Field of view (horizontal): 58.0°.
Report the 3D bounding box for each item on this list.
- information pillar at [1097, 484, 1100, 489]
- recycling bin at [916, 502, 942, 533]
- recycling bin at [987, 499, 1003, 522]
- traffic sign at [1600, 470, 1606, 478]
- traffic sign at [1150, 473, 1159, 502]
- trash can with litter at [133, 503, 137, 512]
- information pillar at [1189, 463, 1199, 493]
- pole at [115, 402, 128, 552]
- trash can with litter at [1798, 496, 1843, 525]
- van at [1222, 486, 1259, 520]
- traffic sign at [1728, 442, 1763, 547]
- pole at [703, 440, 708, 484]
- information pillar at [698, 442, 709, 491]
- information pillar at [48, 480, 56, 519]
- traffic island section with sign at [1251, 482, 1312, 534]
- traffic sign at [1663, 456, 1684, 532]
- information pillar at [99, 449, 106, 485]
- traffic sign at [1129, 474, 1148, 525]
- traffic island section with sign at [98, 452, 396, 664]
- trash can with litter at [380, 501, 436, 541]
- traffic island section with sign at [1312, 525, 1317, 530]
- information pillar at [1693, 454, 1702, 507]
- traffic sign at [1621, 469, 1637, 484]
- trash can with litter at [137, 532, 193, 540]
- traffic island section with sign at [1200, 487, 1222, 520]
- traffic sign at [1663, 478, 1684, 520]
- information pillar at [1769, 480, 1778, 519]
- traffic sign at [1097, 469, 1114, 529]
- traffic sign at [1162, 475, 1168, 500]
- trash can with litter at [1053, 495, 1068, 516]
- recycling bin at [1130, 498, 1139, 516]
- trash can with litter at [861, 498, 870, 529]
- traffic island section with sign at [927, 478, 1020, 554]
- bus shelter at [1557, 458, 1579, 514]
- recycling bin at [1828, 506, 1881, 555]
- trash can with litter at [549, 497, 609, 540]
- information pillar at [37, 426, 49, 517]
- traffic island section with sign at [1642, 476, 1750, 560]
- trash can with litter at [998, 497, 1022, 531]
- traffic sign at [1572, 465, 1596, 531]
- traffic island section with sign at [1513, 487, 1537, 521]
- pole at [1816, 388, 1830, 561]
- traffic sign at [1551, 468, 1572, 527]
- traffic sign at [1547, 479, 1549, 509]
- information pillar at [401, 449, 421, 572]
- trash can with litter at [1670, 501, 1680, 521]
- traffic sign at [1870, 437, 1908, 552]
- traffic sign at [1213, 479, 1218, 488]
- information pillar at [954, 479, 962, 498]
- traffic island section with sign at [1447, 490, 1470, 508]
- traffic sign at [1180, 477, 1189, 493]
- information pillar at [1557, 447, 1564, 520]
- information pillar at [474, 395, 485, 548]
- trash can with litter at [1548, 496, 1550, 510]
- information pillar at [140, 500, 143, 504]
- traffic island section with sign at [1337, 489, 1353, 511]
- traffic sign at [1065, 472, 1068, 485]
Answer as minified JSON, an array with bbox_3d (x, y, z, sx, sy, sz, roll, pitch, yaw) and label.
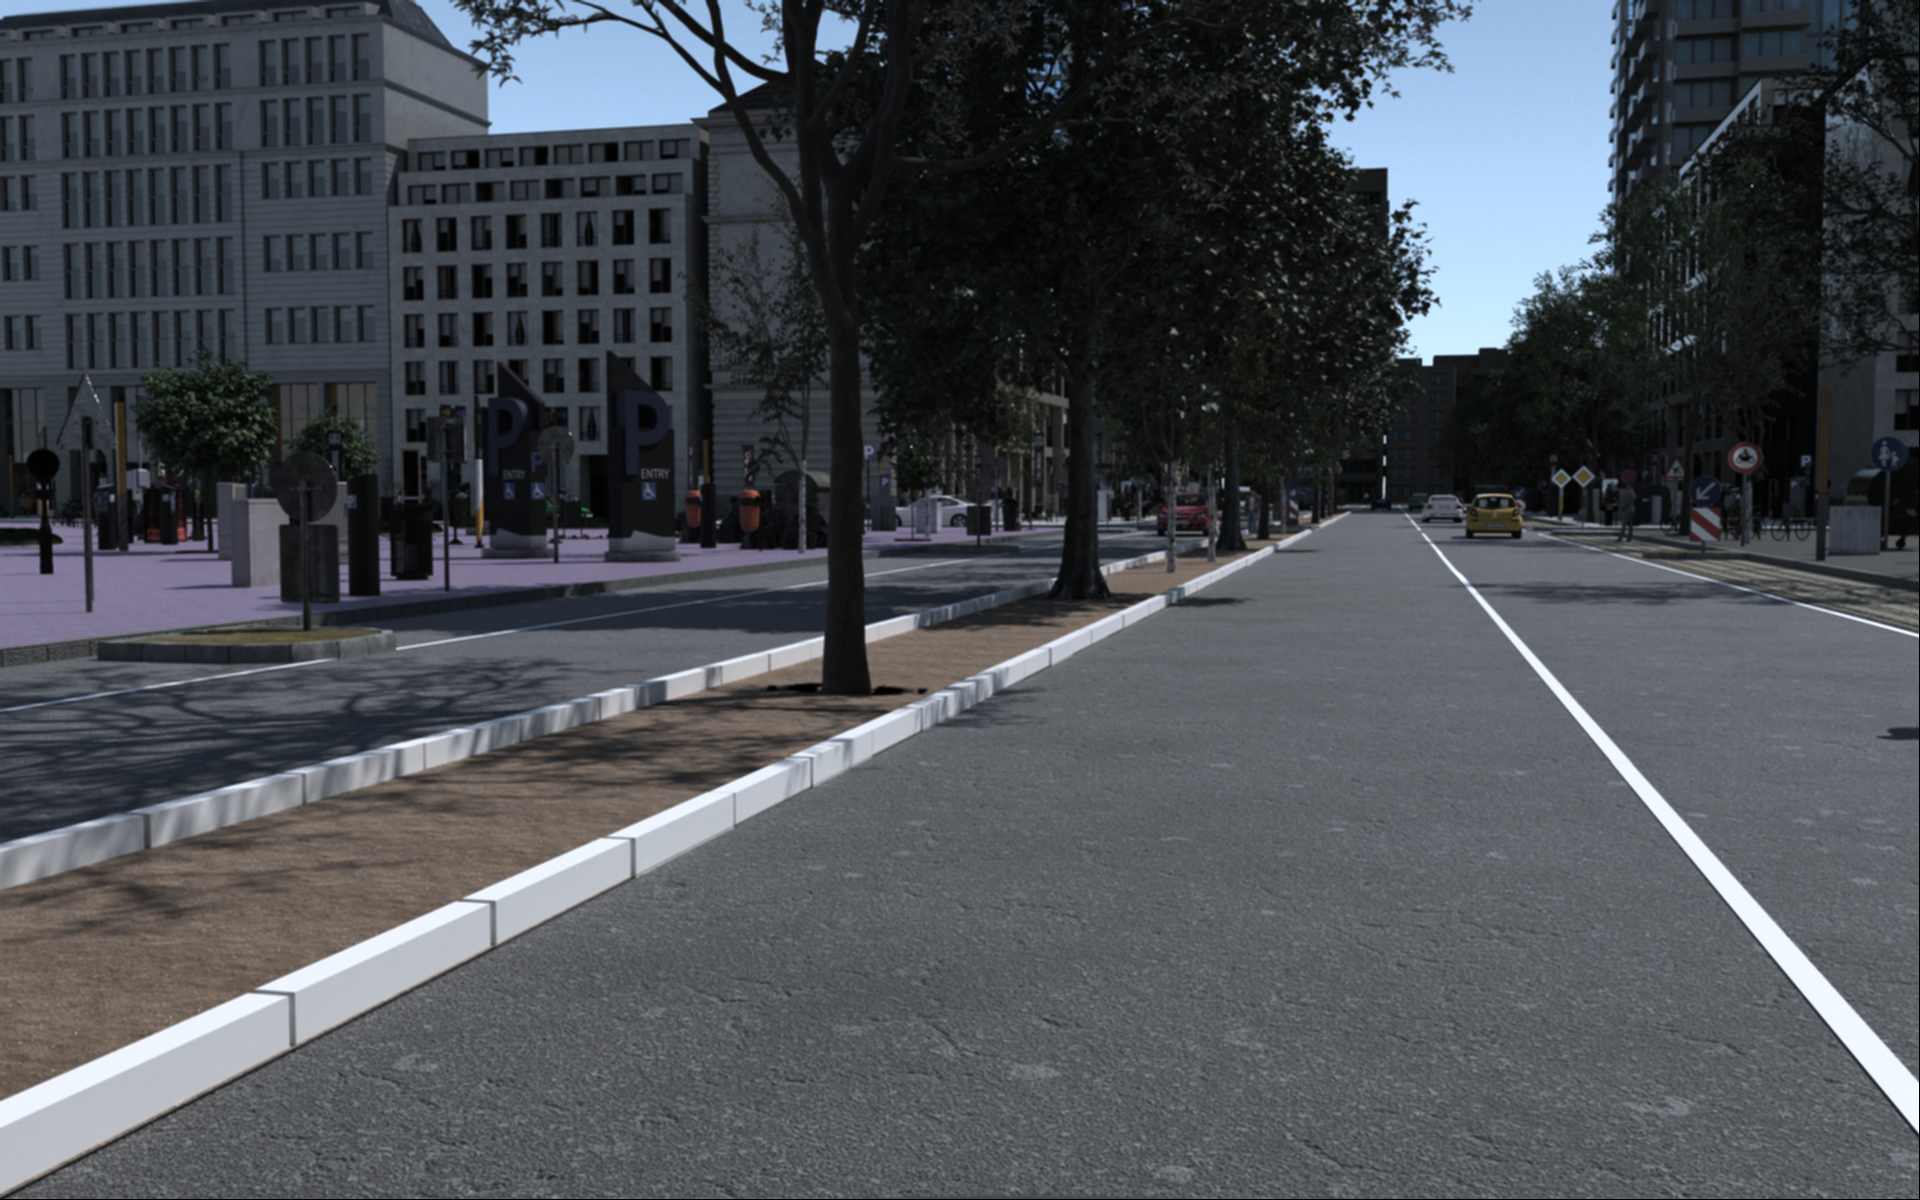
[{"bbox_3d":[10.123,-7.567,128.215,0.304,2.012,0.304,-1,4,-14],"label":"information pillar"},{"bbox_3d":[-1.026,-2.705,56.773,0.722,1.027,0.722,1,4,13],"label":"recycling bin"},{"bbox_3d":[1.658,-4.192,81.099,0.722,1.027,0.722,2,4,29],"label":"recycling bin"},{"bbox_3d":[33.174,-5.492,89.903,0.768,2.556,0.104,1,4,22],"label":"traffic sign"},{"bbox_3d":[11.976,-6.620,108.244,0.884,2.594,0.081,1,4,17],"label":"traffic sign"},{"bbox_3d":[-29.690,-3.118,62.373,1.055,1.170,0.624,-3,4,-38],"label":"trash can with litter"},{"bbox_3d":[17.688,-8.481,130.020,0.504,3.616,0.183,0,4,1],"label":"information pillar"},{"bbox_3d":[-18.723,-2.742,38.673,0.158,3.312,0.155,0,3,0],"label":"pole"},{"bbox_3d":[35.851,-3.701,71.568,1.678,1.210,2.233,-3,4,-39],"label":"trash can with litter"},{"bbox_3d":[15.218,-5.297,93.624,2.013,2.044,4.112,1,4,14],"label":"van"},{"bbox_3d":[19.145,-2.580,42.287,0.768,2.556,0.104,1,4,20],"label":"traffic sign"},{"bbox_3d":[-9.553,-4.360,65.126,0.158,3.312,0.155,0,3,0],"label":"pole"},{"bbox_3d":[-11.398,-5.249,77.168,0.504,3.616,0.183,-1,4,-21],"label":"information pillar"},{"bbox_3d":[-46.795,-5.182,89.221,0.304,2.012,0.304,0,4,-1],"label":"information pillar"},{"bbox_3d":[11.626,-3.349,62.889,2.006,1.907,1.989,1,4,14],"label":"traffic island section with sign"},{"bbox_3d":[24.261,-3.589,58.685,0.884,2.594,0.081,1,4,23],"label":"traffic sign"},{"bbox_3d":[-43.492,-5.901,87.841,0.183,3.616,0.504,1,4,10],"label":"information pillar"},{"bbox_3d":[7.386,-4.172,71.856,0.795,2.450,0.064,1,4,14],"label":"traffic sign"},{"bbox_3d":[-6.237,-0.426,15.594,1.989,1.847,2.006,1,4,14],"label":"traffic island section with sign"},{"bbox_3d":[-15.265,-2.247,47.794,1.678,1.210,2.233,-2,4,-35],"label":"trash can with litter"},{"bbox_3d":[13.416,-3.788,70.078,2.006,1.907,1.989,1,4,14],"label":"traffic island section with sign"},{"bbox_3d":[42.725,-6.670,100.406,0.504,3.616,0.183,-1,4,-14],"label":"information pillar"},{"bbox_3d":[34.390,-5.442,89.091,0.768,2.556,0.104,1,4,19],"label":"traffic sign"},{"bbox_3d":[-22.415,-2.300,48.665,2.233,1.210,1.678,1,4,9],"label":"trash can with litter"},{"bbox_3d":[13.602,-5.327,95.730,1.989,1.847,2.006,1,4,14],"label":"traffic island section with sign"},{"bbox_3d":[29.635,-4.395,71.864,0.884,2.594,0.081,2,4,24],"label":"traffic sign"},{"bbox_3d":[41.784,-5.167,88.971,0.304,2.012,0.304,3,5,41],"label":"information pillar"},{"bbox_3d":[5.467,-3.698,64.104,0.795,2.450,0.064,1,4,14],"label":"traffic sign"},{"bbox_3d":[13.776,-7.069,115.685,0.768,2.556,0.104,1,4,19],"label":"traffic sign"},{"bbox_3d":[6.442,-5.646,103.363,2.233,1.210,1.678,3,4,38],"label":"trash can with litter"},{"bbox_3d":[10.430,-5.444,101.558,0.722,1.027,0.722,-2,4,-26],"label":"recycling bin"},{"bbox_3d":[-3.466,-2.869,58.300,0.624,1.170,1.055,1,4,13],"label":"trash can with litter"},{"bbox_3d":[0.391,-2.061,42.320,1.989,1.847,2.006,1,4,14],"label":"traffic island section with sign"},{"bbox_3d":[39.056,-7.355,111.539,1.731,3.624,6.357,1,4,14],"label":"bus shelter"},{"bbox_3d":[18.941,-1.475,36.669,0.722,1.027,0.722,-1,4,-20],"label":"recycling bin"},{"bbox_3d":[-10.684,-2.343,49.358,2.233,1.210,1.678,0,4,2],"label":"trash can with litter"},{"bbox_3d":[-31.458,-4.163,59.418,0.504,3.616,0.183,2,4,32],"label":"information pillar"},{"bbox_3d":[16.284,-1.823,38.439,1.989,1.847,2.006,1,4,14],"label":"traffic island section with sign"},{"bbox_3d":[1.762,-2.972,59.986,0.624,1.170,1.055,1,4,21],"label":"trash can with litter"},{"bbox_3d":[21.620,-3.453,60.099,0.795,2.450,0.064,1,4,14],"label":"traffic sign"},{"bbox_3d":[29.499,-5.090,91.854,1.989,1.847,2.006,1,4,14],"label":"traffic island section with sign"},{"bbox_3d":[16.625,-2.417,33.365,0.158,3.312,0.155,0,3,0],"label":"pole"},{"bbox_3d":[23.539,-3.927,67.851,0.795,2.450,0.064,1,4,14],"label":"traffic sign"},{"bbox_3d":[40.232,-7.246,118.570,0.768,2.556,0.104,1,4,20],"label":"traffic sign"},{"bbox_3d":[-8.941,-1.453,28.249,0.304,2.012,0.304,-1,4,-16],"label":"information pillar"},{"bbox_3d":[33.332,-4.274,81.267,0.624,1.170,1.055,-2,4,-33],"label":"trash can with litter"},{"bbox_3d":[20.621,-2.349,38.512,0.768,2.556,0.104,1,4,20],"label":"traffic sign"},{"bbox_3d":[18.934,-7.856,129.628,0.795,2.450,0.064,1,4,14],"label":"traffic sign"},{"bbox_3d":[-0.098,-4.903,84.649,0.304,2.012,0.304,1,4,22],"label":"information pillar"},{"bbox_3d":[48.193,-9.709,167.364,1.989,1.847,2.006,1,4,14],"label":"traffic island section with sign"},{"bbox_3d":[16.334,-7.678,125.647,0.768,2.556,0.104,1,4,22],"label":"traffic sign"},{"bbox_3d":[30.130,-5.837,86.785,0.183,3.616,0.504,2,4,32],"label":"information pillar"},{"bbox_3d":[-11.457,-3.051,41.243,0.183,3.616,0.504,0,4,-5],"label":"information pillar"},{"bbox_3d":[40.932,-6.622,119.650,0.624,1.170,1.055,1,4,17],"label":"trash can with litter"},{"bbox_3d":[-34.041,-4.150,72.343,0.304,2.012,0.304,-3,4,-37],"label":"information pillar"},{"bbox_3d":[31.464,-8.250,143.025,2.006,1.907,1.989,1,4,14],"label":"traffic island section with sign"},{"bbox_3d":[5.103,-4.715,79.223,0.606,2.300,0.079,1,4,20],"label":"traffic sign"}]
